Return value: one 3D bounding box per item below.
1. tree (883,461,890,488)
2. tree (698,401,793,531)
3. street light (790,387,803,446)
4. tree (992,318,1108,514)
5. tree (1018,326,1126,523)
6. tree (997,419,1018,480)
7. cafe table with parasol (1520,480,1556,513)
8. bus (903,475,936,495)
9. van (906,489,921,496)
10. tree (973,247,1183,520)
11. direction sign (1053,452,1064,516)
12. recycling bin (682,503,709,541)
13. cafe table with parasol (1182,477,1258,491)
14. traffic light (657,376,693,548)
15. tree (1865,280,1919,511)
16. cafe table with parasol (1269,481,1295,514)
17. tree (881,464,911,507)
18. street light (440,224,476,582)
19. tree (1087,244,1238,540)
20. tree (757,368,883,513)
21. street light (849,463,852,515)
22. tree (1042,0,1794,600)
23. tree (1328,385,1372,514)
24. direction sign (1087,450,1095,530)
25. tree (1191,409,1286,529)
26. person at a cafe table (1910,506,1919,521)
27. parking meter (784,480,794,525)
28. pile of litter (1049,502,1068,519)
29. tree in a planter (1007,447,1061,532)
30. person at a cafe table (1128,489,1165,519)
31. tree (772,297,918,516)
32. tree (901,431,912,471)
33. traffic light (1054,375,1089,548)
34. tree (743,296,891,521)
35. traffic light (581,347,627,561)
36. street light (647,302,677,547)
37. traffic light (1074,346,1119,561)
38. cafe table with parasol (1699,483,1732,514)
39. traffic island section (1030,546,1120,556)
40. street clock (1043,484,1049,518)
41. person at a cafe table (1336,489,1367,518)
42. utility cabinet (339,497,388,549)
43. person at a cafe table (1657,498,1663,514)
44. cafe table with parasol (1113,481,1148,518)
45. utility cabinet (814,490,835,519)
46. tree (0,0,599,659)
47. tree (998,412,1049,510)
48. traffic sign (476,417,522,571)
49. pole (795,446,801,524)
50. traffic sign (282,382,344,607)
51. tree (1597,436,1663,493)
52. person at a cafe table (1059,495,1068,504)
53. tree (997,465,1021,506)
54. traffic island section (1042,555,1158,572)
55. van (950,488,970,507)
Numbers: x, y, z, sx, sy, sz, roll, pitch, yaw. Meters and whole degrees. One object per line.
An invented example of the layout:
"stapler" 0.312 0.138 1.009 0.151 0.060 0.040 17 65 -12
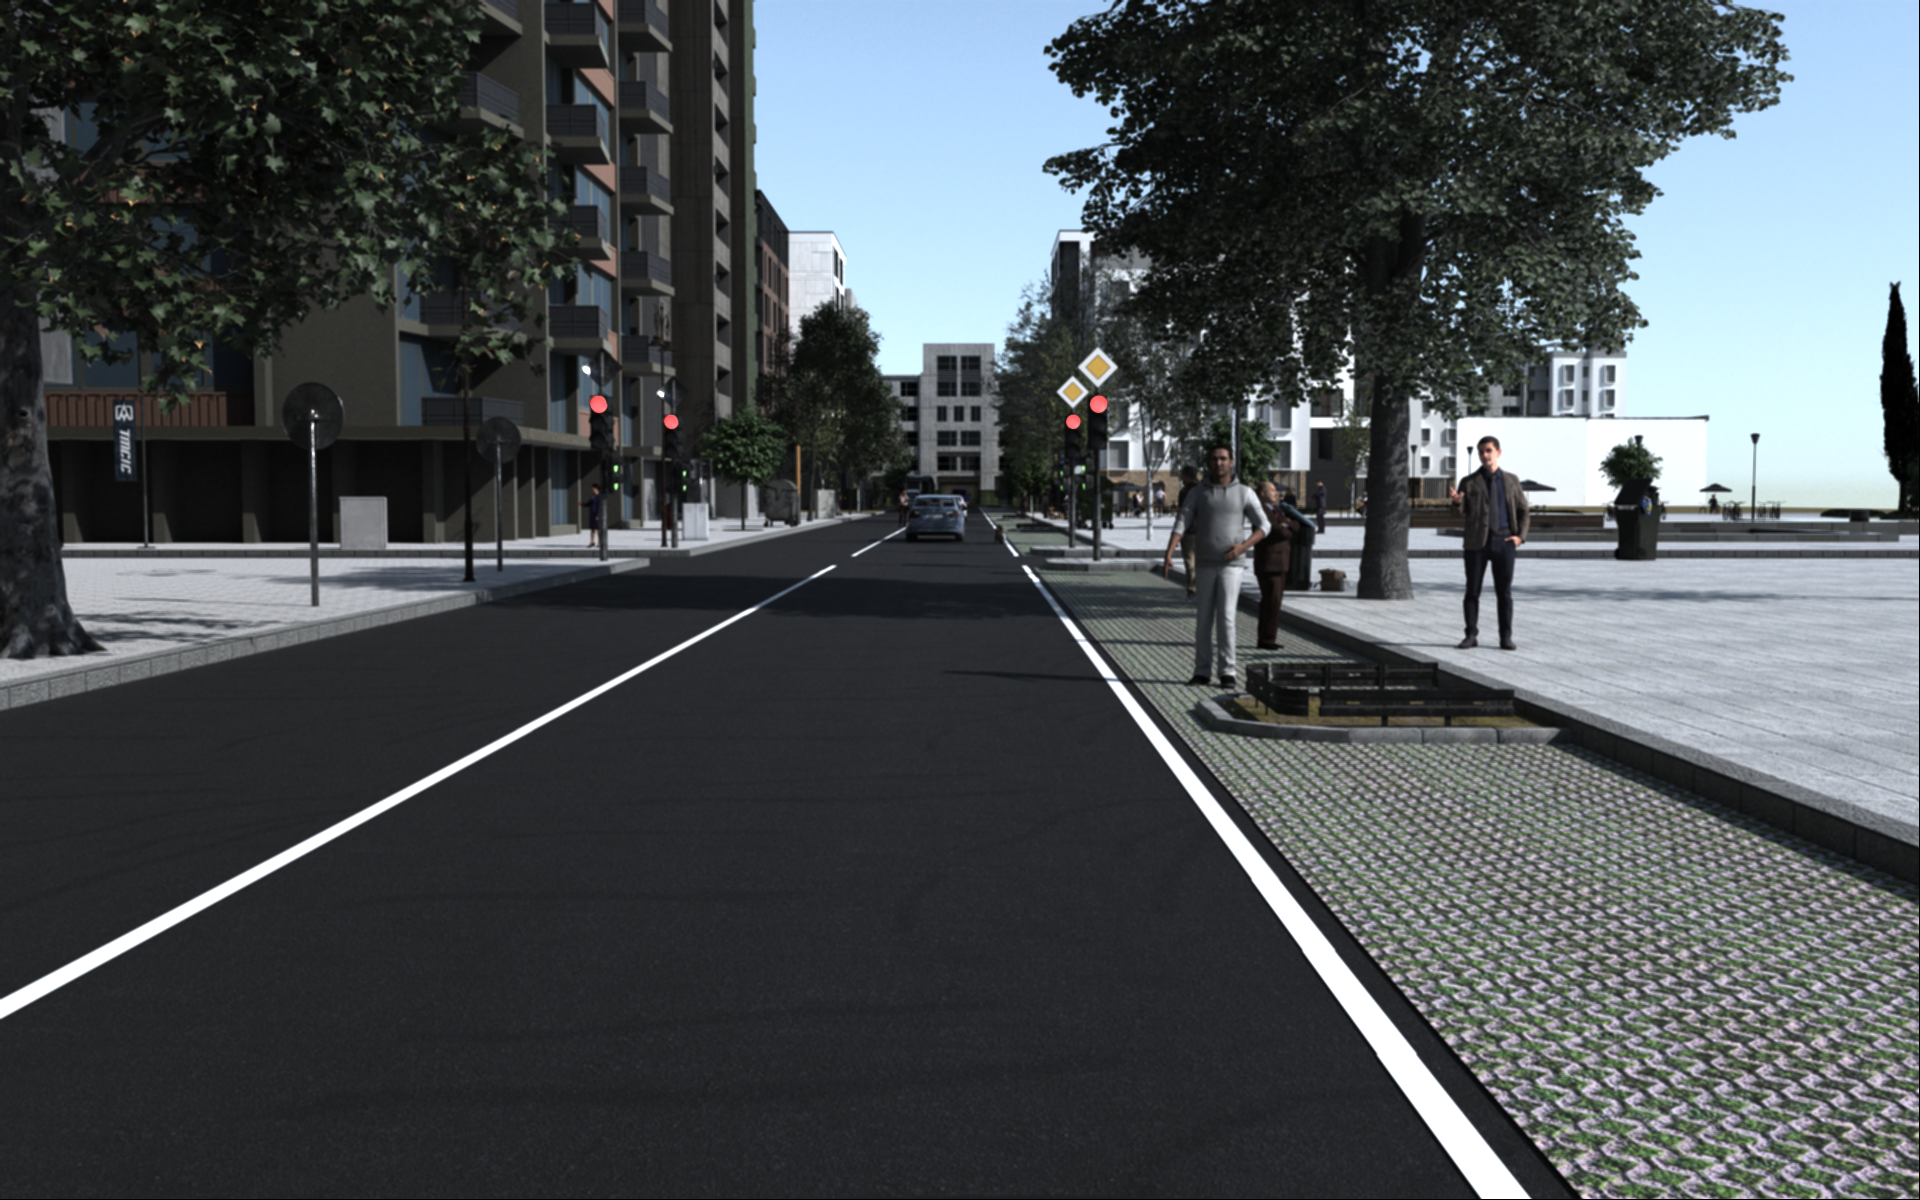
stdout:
"tree" -7.223 -10.287 118.547 4.737 8.622 4.395 0 3 0
"tree" -7.554 -4.722 60.911 4.285 4.588 4.351 0 3 0
"street light" -7.044 -6.249 74.964 0.468 5.910 1.993 0 4 0
"tree" 5.620 -11.738 110.042 7.486 12.596 7.792 0 3 0
"tree" 5.113 -7.739 76.893 4.737 8.622 4.395 0 3 0
"tree" 5.346 -10.631 124.181 4.737 8.622 4.395 0 3 0
"cafe table with parasol" 27.257 -4.791 83.194 2.610 1.966 2.610 3 5 44
"bus" -3.717 -10.211 161.801 2.948 3.499 13.247 0 4 0
"van" -4.112 -8.793 150.782 2.013 2.044 4.112 0 4 -1
"tree" 5.818 -10.700 85.316 12.009 13.543 11.850 0 3 0
"direction sign" 5.324 -6.204 93.428 0.876 3.537 0.379 -3 5 -44
"recycling bin" -7.351 -2.173 48.087 0.722 1.027 0.722 -1 4 -9
"cafe table with parasol" 9.736 -3.841 67.666 2.610 1.966 2.610 -1 4 -18
"traffic light" -6.774 -3.191 41.100 0.839 4.253 0.868 0 4 0
"tree" 60.590 -12.328 103.390 13.155 14.587 18.604 0 4 -7
"cafe table with parasol" 15.760 -5.088 88.059 2.610 1.966 2.610 3 5 43
"tree" -6.414 -11.810 176.805 4.285 4.588 4.351 0 3 0
"street light" -7.206 -3.209 25.260 0.468 5.910 1.993 0 4 0
"tree" 5.408 -5.950 47.651 4.360 8.622 3.978 0 3 0
"tree" -7.508 -8.714 92.828 4.737 8.622 4.395 0 3 0
"street light" -6.873 -8.277 108.122 0.468 5.910 1.993 0 4 0
"tree" 5.172 -6.992 20.973 9.857 13.997 8.962 0 3 0
"tree" 26.039 -10.004 113.924 4.737 8.622 4.395 0 3 0
"direction sign" 4.681 -4.226 61.100 0.379 3.537 0.876 1 4 18
"tree" 10.193 -4.878 63.474 4.285 4.588 4.351 0 3 0
"person at a cafe table" 43.737 -4.071 77.426 1.698 1.238 1.726 -3 5 -39
"parking meter" -7.150 -4.083 72.464 0.255 1.863 0.399 3 5 44
"pile of litter" 5.102 -4.514 87.773 1.176 0.858 1.719 0 4 -5
"tree in a planter" 2.808 -4.212 66.094 1.991 3.239 1.994 0 4 0
"person at a cafe table" 9.658 -5.056 91.184 1.622 1.524 1.698 -1 4 -22
"tree" -7.213 -11.264 101.168 9.611 12.733 9.660 0 3 0
"tree" -6.987 -14.773 191.892 4.737 8.622 4.395 0 3 0
"traffic light" 2.647 -3.189 41.066 0.839 4.253 0.868 0 4 0
"tree" -6.725 -8.976 81.169 7.601 10.594 8.767 0 4 -7
"traffic light" -6.817 -2.703 33.115 0.839 4.253 0.868 0 4 0
"street light" -7.193 -4.230 41.955 0.468 5.910 1.993 0 4 0
"traffic light" 2.604 -2.701 33.081 0.839 4.253 0.868 0 4 0
"cafe table with parasol" 48.492 -6.505 111.229 2.610 1.966 2.610 -1 4 -12
"traffic island section" 2.687 -1.156 41.179 2.009 0.180 2.903 0 4 0
"street clock" 4.539 -5.326 91.648 0.358 2.002 0.471 -1 4 -16
"person at a cafe table" 19.687 -4.720 85.682 1.622 1.524 1.698 -1 4 -8
"utility cabinet" -13.880 -1.783 40.306 1.020 1.237 0.306 -1 4 -9
"person at a cafe table" 45.641 -6.443 113.864 1.698 1.524 1.622 1 4 18
"cafe table with parasol" 9.090 -5.489 94.612 2.610 1.966 2.610 1 4 21
"utility cabinet" -6.995 -4.952 89.636 0.318 1.500 1.173 3 5 43
"tree" -7.630 -5.907 13.595 9.611 12.733 9.660 0 3 0
"tree" 5.222 -11.584 139.758 4.360 8.622 3.978 0 3 0
"traffic sign" -7.629 -1.746 28.648 0.768 2.556 0.104 0 4 4
"pole" -6.837 -4.841 72.999 0.158 3.312 0.155 0 3 0
"traffic sign" -7.368 -1.199 19.716 0.768 2.556 0.104 1 4 10
"tree" 37.582 -6.948 97.311 4.285 4.588 4.351 0 3 0
"person at a cafe table" 6.724 -5.837 103.957 1.698 1.524 1.622 -1 4 -18
"tree" 5.467 -12.004 179.978 4.285 4.588 4.351 0 3 0
"traffic island section" 2.644 -0.667 33.194 2.009 0.180 2.903 0 4 0
"van" -0.014 -11.289 188.954 2.240 2.365 5.245 0 4 2
